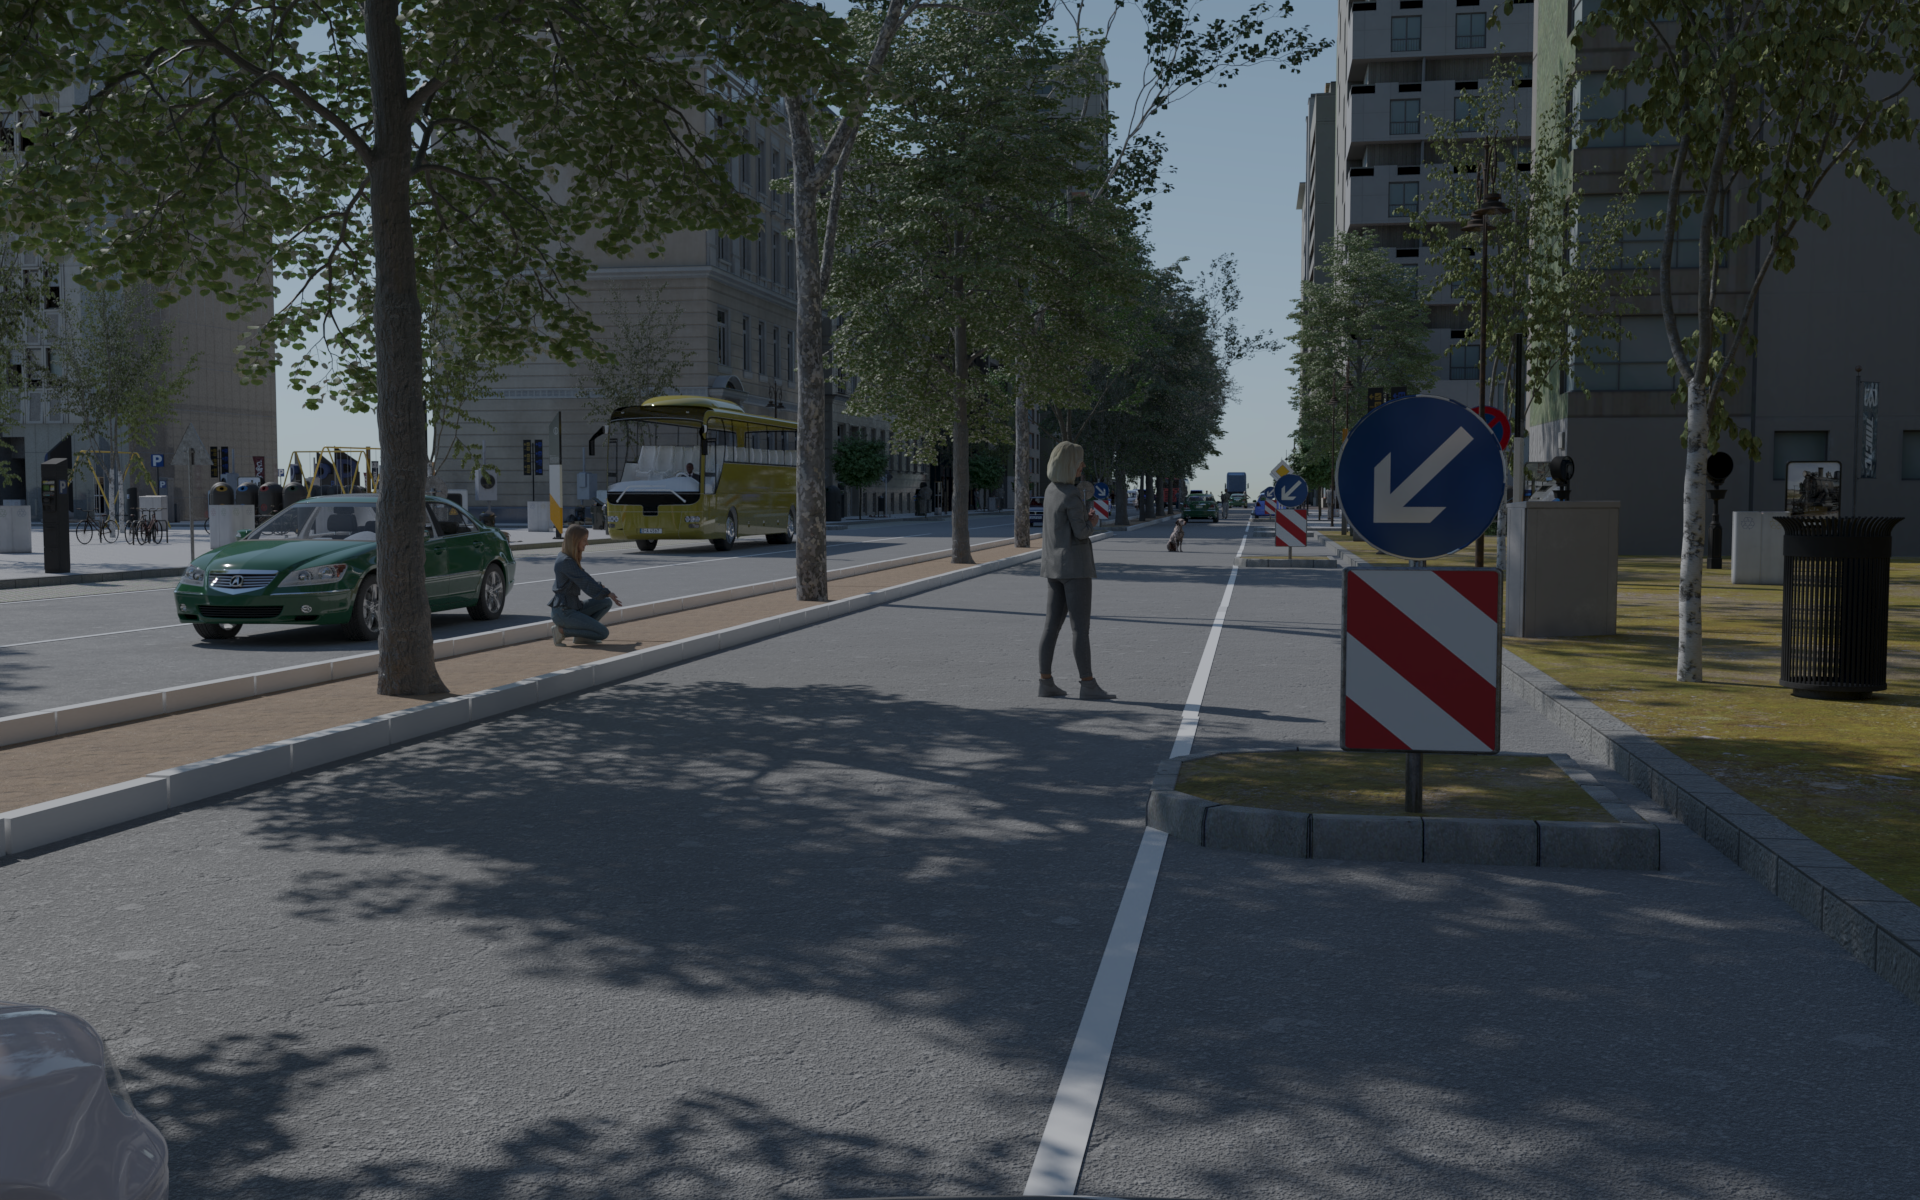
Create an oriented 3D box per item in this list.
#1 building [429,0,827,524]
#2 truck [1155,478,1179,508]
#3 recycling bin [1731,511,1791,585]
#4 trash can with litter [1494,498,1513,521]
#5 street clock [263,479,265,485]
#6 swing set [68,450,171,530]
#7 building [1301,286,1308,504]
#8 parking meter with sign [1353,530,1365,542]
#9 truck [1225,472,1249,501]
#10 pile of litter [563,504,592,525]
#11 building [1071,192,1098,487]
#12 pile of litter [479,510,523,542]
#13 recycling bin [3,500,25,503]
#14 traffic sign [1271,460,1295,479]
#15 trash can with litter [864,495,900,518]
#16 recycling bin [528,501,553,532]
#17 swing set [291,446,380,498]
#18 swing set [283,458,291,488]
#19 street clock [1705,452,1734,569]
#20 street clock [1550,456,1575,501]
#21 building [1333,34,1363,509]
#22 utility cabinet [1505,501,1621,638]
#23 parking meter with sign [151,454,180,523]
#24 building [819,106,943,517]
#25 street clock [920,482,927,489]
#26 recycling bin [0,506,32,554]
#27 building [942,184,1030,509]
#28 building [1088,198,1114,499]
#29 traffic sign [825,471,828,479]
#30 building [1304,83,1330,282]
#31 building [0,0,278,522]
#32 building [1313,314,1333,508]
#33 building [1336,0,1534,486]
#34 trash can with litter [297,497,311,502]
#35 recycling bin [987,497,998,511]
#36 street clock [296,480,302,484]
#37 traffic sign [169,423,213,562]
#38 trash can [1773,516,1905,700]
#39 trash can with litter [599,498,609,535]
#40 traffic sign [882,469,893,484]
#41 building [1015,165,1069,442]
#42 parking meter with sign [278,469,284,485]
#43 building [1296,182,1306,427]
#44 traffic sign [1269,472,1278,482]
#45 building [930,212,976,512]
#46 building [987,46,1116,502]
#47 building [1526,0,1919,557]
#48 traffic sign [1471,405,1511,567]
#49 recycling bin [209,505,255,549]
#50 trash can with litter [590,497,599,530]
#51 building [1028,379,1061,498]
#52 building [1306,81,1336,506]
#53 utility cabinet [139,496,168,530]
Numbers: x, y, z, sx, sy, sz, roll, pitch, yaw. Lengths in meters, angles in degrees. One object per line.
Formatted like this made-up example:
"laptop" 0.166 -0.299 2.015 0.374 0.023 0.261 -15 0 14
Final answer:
"building" -15.161 -18.222 83.827 13.634 28.700 20.117 1 4 10
"truck" 21.281 -11.397 175.259 2.839 4.237 11.283 0 4 8
"recycling bin" 11.442 -0.747 24.762 0.722 1.027 0.722 1 4 22
"trash can with litter" 21.444 -3.474 68.186 1.055 1.170 0.624 3 5 44
"street clock" -30.927 -4.400 76.512 0.471 2.002 0.358 2 4 31
"swing set" -31.133 -4.018 63.322 2.862 2.851 3.119 1 4 12
"building" 53.333 -28.294 234.315 14.160 30.474 14.107 1 4 10
"parking meter with sign" 11.260 -3.119 47.254 0.543 3.016 1.738 2 4 35
"truck" 32.765 -13.232 206.100 2.967 4.110 18.799 1 4 10
"pile of litter" -15.654 -3.532 71.710 1.719 0.858 1.176 0 4 -7
"building" 7.905 -36.162 245.871 22.147 44.769 28.867 1 4 10
"pile of litter" -12.462 -1.960 46.017 1.719 0.858 1.176 -1 4 -14
"recycling bin" -42.042 -3.943 77.026 0.722 1.027 0.722 -1 4 -12
"traffic sign" 10.977 -3.467 58.875 0.795 2.593 0.064 1 4 10
"trash can with litter" -4.460 -5.120 94.764 1.678 1.210 2.233 -3 4 -39
"recycling bin" -14.324 -2.850 59.145 0.722 1.027 0.722 0 4 0
"swing set" -20.052 -3.698 58.074 2.862 2.851 3.119 2 4 27
"swing set" -22.923 -3.978 62.662 3.119 2.851 2.862 1 4 15
"street clock" 12.928 -1.532 29.623 0.471 2.002 0.358 0 4 0
"street clock" 11.465 -1.740 33.015 0.471 2.002 0.358 -3 4 -37
"building" 40.129 -28.716 153.106 14.154 41.232 14.086 1 4 10
"utility cabinet" 5.467 -0.280 15.736 1.020 1.237 0.306 -1 4 -19
"parking meter with sign" -35.216 -4.931 76.882 0.543 3.016 1.738 0 4 -1
"building" -11.652 -16.852 108.810 16.112 22.955 30.059 1 4 10
"street clock" -2.200 -6.099 104.285 0.358 2.002 0.471 -3 4 -36
"recycling bin" -20.621 -1.536 37.662 0.722 1.027 0.722 -2 4 -31
"building" -1.111 -24.217 167.647 14.160 30.474 14.107 1 4 10
"building" 16.020 -37.686 266.271 14.600 45.320 14.200 1 4 10
"traffic sign" -5.696 -4.139 69.856 0.795 2.593 0.064 1 4 10
"building" 61.083 -43.521 253.560 21.231 58.520 28.212 1 4 10
"building" -46.151 -16.325 84.932 19.932 24.808 12.078 1 4 10
"building" 50.246 -20.142 174.364 27.650 21.520 28.899 1 4 10
"building" 41.014 -32.667 123.345 28.713 52.752 27.495 1 4 10
"trash can with litter" -16.838 -2.098 45.361 2.233 1.210 1.678 1 4 13
"recycling bin" 2.468 -7.189 130.098 0.722 1.027 0.722 0 4 -8
"street clock" -34.721 -5.285 90.974 0.358 2.002 0.471 0 4 -5
"traffic sign" -14.044 -1.934 31.633 0.884 2.594 0.081 1 4 11
"trash can" 5.538 0.042 10.962 0.748 1.137 0.748 0 3 0
"trash can with litter" -10.615 -2.613 54.106 1.055 1.170 0.624 -1 4 -21
"traffic sign" -3.946 -5.663 92.320 0.795 2.593 0.064 1 4 19
"building" 5.678 -32.178 209.699 14.154 41.232 14.086 1 4 10
"parking meter with sign" -47.468 -7.552 119.729 1.738 3.016 0.543 2 4 32
"building" 69.068 -42.284 280.576 28.713 52.752 27.495 1 4 10
"traffic sign" 12.331 -3.948 66.745 0.795 2.593 0.064 1 4 10
"building" -6.106 -18.448 131.310 12.332 23.373 15.834 1 4 10
"building" 15.785 -51.686 283.322 20.563 71.187 20.611 1 4 10
"building" 20.861 -21.854 40.914 14.154 41.232 14.086 1 4 10
"traffic sign" 7.534 -1.522 24.985 0.768 2.556 0.104 1 4 17
"recycling bin" -16.935 -1.697 40.306 0.722 1.027 0.722 2 4 27
"trash can with litter" -12.654 -3.086 61.843 1.055 1.170 0.624 0 4 4
"building" -4.225 -21.113 190.232 27.650 21.520 28.899 1 4 10
"building" 51.170 -35.184 198.952 21.300 48.544 21.600 1 4 10
"utility cabinet" -27.994 -2.995 60.122 1.020 1.237 0.306 1 4 21
